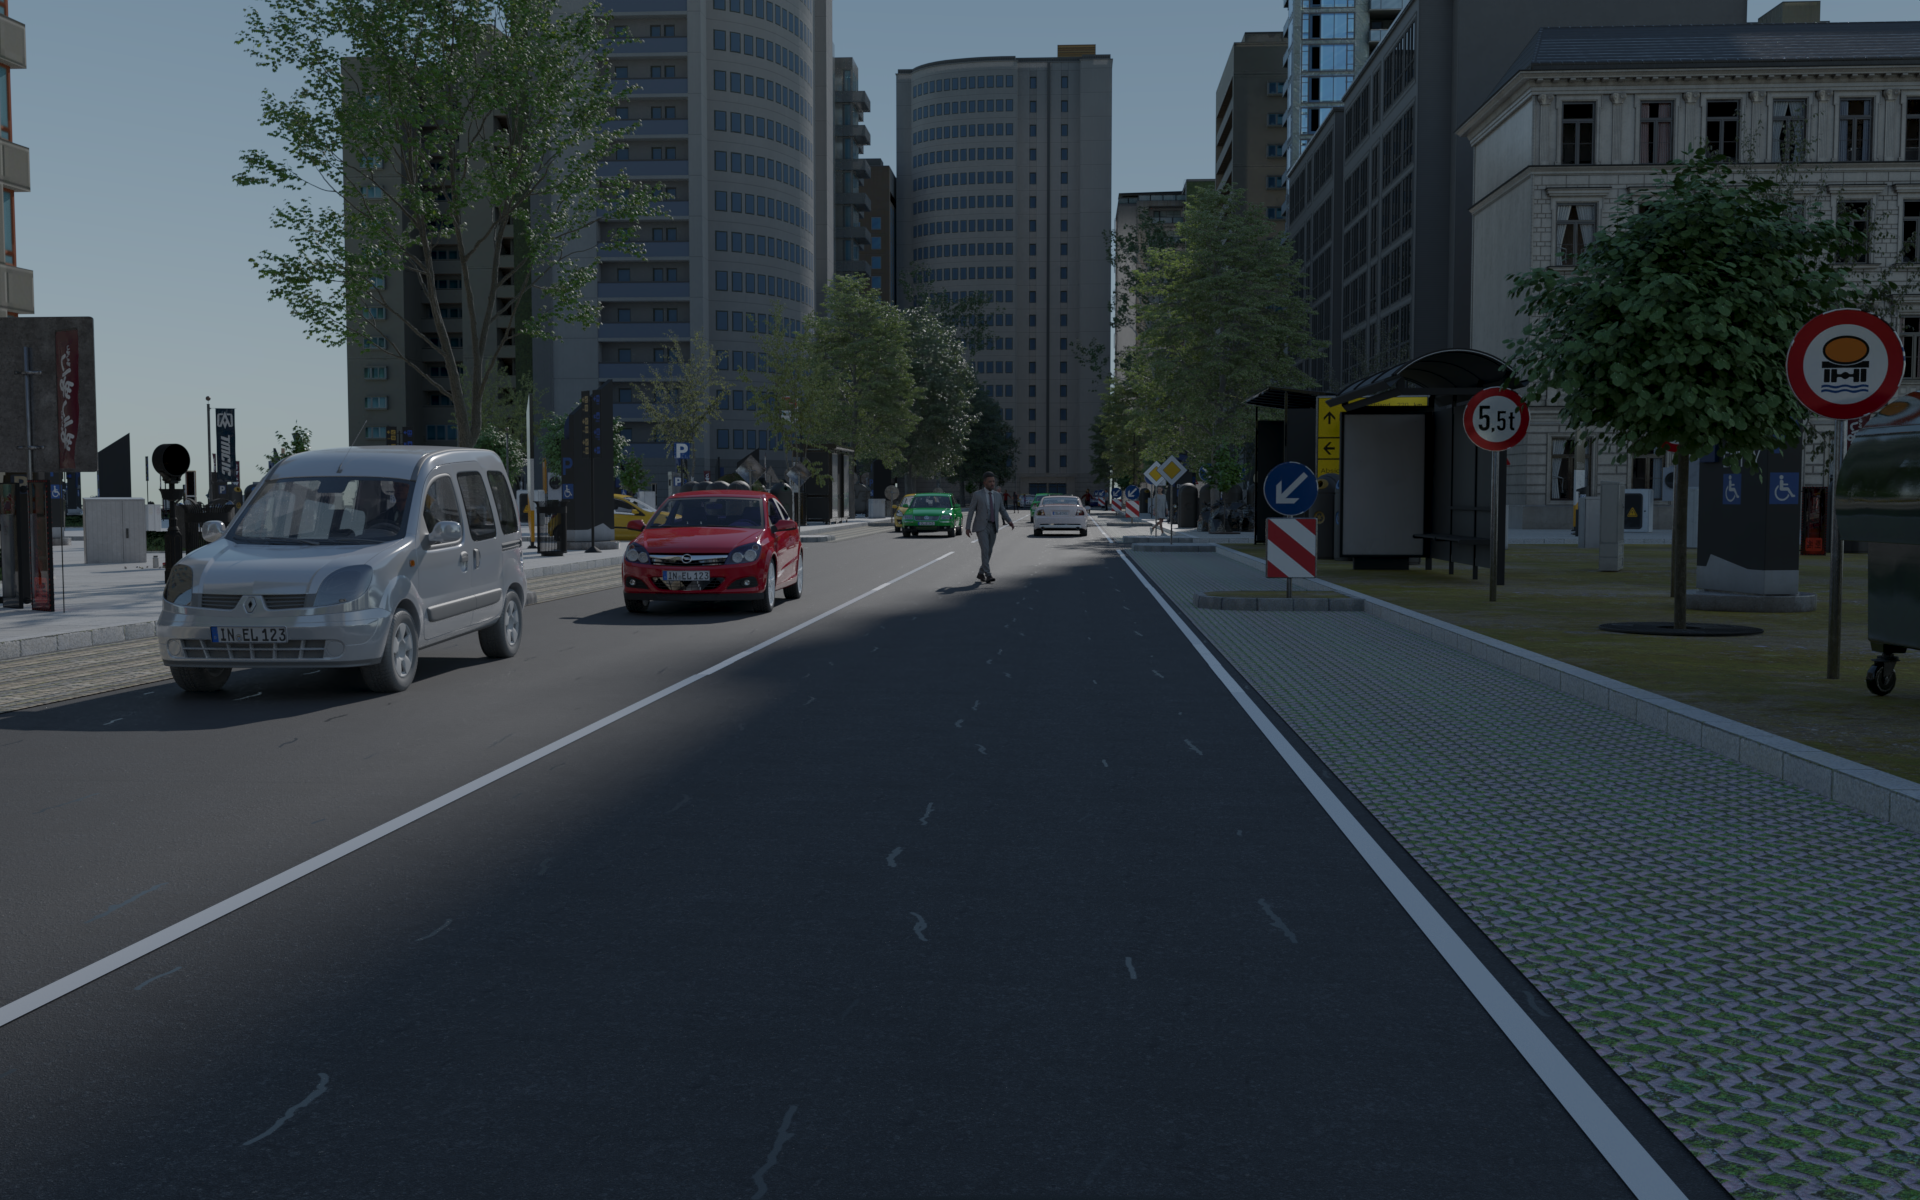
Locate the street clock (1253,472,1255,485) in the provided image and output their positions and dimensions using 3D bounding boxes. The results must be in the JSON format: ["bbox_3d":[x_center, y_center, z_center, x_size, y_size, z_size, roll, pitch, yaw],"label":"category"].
[{"bbox_3d":[9.337,-3.019,53.932,0.358,2.002,0.471,-2,4,-28],"label":"street clock"}]

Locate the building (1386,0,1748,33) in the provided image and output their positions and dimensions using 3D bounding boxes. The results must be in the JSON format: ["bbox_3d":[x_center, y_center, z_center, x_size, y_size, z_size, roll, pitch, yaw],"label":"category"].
[{"bbox_3d":[28.394,-18.075,89.028,14.314,27.812,24.014,0,4,4],"label":"building"}]

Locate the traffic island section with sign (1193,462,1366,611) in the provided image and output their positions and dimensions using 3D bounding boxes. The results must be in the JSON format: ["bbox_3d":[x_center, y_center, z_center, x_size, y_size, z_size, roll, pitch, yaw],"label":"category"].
[{"bbox_3d":[3.998,-0.818,22.004,1.989,1.847,2.006,0,4,4],"label":"traffic island section with sign"}]

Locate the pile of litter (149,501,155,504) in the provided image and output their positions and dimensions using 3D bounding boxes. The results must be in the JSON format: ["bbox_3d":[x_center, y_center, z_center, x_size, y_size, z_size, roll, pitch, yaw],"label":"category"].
[{"bbox_3d":[-52.284,-5.969,111.564,1.719,0.858,1.176,-3,5,-42],"label":"pile of litter"}]

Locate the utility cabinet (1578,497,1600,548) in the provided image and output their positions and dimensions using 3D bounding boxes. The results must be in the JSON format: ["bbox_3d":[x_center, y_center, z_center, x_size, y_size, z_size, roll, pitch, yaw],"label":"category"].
[{"bbox_3d":[15.327,-1.852,41.447,1.020,1.237,0.306,-1,4,-13],"label":"utility cabinet"}]

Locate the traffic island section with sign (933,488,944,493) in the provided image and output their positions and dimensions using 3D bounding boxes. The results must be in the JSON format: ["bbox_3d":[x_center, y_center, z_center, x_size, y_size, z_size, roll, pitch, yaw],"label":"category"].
[{"bbox_3d":[-1.264,-5.852,104.302,1.989,1.847,2.006,0,4,4],"label":"traffic island section with sign"}]

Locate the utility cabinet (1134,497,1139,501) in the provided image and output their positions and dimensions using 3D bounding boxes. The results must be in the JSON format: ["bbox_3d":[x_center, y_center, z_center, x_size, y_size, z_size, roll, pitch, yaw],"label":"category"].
[{"bbox_3d":[12.863,-7.015,123.372,1.173,1.500,0.318,-3,5,-43],"label":"utility cabinet"}]

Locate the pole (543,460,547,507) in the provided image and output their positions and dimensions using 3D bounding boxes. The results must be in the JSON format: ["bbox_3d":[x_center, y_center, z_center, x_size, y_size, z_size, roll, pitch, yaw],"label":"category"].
[{"bbox_3d":[-23.554,-6.386,98.251,0.158,3.312,0.155,0,3,0],"label":"pole"}]

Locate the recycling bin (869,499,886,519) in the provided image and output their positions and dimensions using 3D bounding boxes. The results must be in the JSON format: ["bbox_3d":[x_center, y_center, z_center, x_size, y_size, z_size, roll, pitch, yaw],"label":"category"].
[{"bbox_3d":[-4.365,-4.807,91.149,0.722,1.027,0.722,-2,4,-24],"label":"recycling bin"}]

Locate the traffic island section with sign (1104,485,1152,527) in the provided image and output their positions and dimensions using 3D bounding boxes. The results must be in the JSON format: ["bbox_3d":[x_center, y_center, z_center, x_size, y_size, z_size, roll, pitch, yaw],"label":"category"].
[{"bbox_3d":[7.502,-4.167,76.759,1.989,1.847,2.006,0,4,4],"label":"traffic island section with sign"}]

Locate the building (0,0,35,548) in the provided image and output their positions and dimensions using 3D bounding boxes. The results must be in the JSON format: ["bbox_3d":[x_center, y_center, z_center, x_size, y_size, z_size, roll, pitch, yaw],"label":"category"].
[{"bbox_3d":[-34.481,-10.866,22.694,28.899,21.520,27.650,0,4,4],"label":"building"}]

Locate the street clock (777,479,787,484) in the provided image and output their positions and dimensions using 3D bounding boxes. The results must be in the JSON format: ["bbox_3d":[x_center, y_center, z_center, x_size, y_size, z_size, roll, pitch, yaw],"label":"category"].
[{"bbox_3d":[-8.598,-4.831,83.560,0.471,2.002,0.358,2,4,27],"label":"street clock"}]

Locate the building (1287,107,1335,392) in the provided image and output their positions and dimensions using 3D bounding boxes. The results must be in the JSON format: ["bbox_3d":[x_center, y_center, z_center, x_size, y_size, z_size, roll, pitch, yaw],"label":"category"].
[{"bbox_3d":[29.779,-19.538,112.959,14.314,27.812,24.014,0,4,4],"label":"building"}]

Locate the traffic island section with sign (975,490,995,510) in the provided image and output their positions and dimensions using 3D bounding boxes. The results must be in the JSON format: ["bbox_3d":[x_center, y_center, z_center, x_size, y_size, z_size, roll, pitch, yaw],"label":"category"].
[{"bbox_3d":[1.939,-8.907,154.254,1.989,1.847,2.006,0,4,4],"label":"traffic island section with sign"}]

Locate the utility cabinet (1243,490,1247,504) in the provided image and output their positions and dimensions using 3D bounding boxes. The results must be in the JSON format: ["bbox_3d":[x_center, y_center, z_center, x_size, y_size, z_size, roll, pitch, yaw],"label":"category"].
[{"bbox_3d":[14.241,-4.712,85.725,1.173,1.500,0.318,-3,5,-43],"label":"utility cabinet"}]

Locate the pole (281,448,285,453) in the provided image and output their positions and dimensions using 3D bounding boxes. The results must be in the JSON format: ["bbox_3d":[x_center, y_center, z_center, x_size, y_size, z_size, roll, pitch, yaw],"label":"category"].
[{"bbox_3d":[-30.007,-5.077,76.853,0.158,3.312,0.155,0,3,0],"label":"pole"}]

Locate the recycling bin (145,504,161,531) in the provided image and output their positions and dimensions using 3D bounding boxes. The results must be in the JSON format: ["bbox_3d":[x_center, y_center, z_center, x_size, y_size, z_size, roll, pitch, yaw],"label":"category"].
[{"bbox_3d":[-20.086,-1.828,42.444,0.722,1.027,0.722,0,4,2],"label":"recycling bin"}]

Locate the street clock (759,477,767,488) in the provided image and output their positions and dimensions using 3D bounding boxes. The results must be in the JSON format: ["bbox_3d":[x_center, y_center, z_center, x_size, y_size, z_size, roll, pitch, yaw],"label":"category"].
[{"bbox_3d":[-8.522,-4.294,74.772,0.358,2.002,0.471,1,4,11],"label":"street clock"}]

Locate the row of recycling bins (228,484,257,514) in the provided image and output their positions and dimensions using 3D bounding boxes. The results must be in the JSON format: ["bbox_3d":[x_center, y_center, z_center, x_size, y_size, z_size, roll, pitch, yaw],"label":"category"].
[{"bbox_3d":[-28.628,-3.930,71.376,3.534,1.692,1.069,-2,4,-35],"label":"row of recycling bins"}]

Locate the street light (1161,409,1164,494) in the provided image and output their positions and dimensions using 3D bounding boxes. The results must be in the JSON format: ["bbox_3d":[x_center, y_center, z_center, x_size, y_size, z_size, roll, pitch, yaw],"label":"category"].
[{"bbox_3d":[10.228,-7.030,87.724,0.468,5.910,1.993,0,4,4],"label":"street light"}]

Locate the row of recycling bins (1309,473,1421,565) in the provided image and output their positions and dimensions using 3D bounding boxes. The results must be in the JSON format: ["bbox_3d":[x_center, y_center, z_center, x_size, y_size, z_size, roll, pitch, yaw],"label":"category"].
[{"bbox_3d":[7.680,-1.577,32.903,1.069,1.692,3.534,-1,4,-14],"label":"row of recycling bins"}]

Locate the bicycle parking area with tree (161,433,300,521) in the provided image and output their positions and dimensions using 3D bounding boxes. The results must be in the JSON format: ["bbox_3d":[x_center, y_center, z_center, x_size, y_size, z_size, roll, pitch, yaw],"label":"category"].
[{"bbox_3d":[-33.069,-5.850,82.653,9.016,4.147,8.231,-3,5,-42],"label":"bicycle parking area with tree"}]

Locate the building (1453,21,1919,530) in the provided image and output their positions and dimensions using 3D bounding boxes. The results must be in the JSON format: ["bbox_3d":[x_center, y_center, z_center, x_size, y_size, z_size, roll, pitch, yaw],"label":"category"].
[{"bbox_3d":[29.730,-12.335,66.297,19.286,19.102,10.561,0,4,4],"label":"building"}]

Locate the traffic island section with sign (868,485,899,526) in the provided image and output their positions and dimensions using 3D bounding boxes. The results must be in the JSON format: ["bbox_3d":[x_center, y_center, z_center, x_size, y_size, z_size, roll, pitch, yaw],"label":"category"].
[{"bbox_3d":[-3.010,-4.197,77.257,1.989,1.847,2.006,0,4,4],"label":"traffic island section with sign"}]

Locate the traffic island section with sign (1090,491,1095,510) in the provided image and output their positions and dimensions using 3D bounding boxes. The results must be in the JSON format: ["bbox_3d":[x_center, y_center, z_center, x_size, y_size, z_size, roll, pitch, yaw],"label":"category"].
[{"bbox_3d":[12.435,-8.865,153.574,1.989,1.847,2.006,0,4,4],"label":"traffic island section with sign"}]

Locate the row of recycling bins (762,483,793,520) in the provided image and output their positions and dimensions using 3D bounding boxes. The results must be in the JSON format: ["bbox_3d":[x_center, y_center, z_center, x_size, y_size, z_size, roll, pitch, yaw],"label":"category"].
[{"bbox_3d":[-7.747,-3.340,61.722,3.534,1.692,1.069,-1,4,-10],"label":"row of recycling bins"}]

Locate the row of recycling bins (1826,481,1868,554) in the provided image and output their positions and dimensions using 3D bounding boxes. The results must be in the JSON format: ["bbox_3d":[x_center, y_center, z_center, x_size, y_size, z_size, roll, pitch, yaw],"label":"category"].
[{"bbox_3d":[20.664,-1.890,38.011,3.534,1.692,1.069,-1,4,-16],"label":"row of recycling bins"}]

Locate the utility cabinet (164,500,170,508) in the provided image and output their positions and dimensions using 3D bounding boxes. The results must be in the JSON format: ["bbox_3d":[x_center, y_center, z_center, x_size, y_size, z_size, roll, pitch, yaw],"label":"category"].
[{"bbox_3d":[-48.626,-5.985,106.530,0.318,1.500,1.173,-1,4,-8],"label":"utility cabinet"}]

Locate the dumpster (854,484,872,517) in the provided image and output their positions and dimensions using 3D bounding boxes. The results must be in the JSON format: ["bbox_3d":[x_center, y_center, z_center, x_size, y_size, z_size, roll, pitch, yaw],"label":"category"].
[{"bbox_3d":[-5.589,-5.490,95.527,1.264,1.857,1.865,0,4,4],"label":"dumpster"}]

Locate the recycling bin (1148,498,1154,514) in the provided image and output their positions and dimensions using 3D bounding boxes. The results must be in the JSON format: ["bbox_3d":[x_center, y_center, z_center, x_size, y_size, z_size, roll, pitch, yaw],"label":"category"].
[{"bbox_3d":[12.837,-6.207,114.039,0.722,1.027,0.722,2,4,29],"label":"recycling bin"}]

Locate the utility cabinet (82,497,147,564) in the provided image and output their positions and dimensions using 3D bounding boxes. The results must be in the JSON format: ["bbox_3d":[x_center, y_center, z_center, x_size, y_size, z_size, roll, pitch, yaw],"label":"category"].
[{"bbox_3d":[-15.719,-1.287,32.212,1.020,1.237,0.306,-2,4,-34],"label":"utility cabinet"}]

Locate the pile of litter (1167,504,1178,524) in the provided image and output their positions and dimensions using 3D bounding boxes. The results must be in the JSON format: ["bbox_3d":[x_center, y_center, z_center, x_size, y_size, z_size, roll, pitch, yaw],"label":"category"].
[{"bbox_3d":[9.488,-3.682,74.161,1.176,0.858,1.719,0,4,1],"label":"pile of litter"}]

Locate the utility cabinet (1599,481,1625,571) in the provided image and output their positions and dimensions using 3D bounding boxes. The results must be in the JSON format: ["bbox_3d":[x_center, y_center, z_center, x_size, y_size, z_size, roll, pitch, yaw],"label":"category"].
[{"bbox_3d":[10.907,-1.239,28.935,0.318,1.500,1.173,2,4,25],"label":"utility cabinet"}]

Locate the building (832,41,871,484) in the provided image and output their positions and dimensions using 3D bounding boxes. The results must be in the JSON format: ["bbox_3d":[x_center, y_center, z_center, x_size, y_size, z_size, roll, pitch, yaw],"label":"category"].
[{"bbox_3d":[-25.014,-34.370,181.560,30.456,49.044,23.786,0,4,4],"label":"building"}]

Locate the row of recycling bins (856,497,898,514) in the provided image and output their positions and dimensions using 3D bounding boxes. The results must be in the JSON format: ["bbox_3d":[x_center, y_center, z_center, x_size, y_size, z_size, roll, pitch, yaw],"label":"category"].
[{"bbox_3d":[-5.493,-6.302,110.157,3.534,1.692,1.069,2,4,27],"label":"row of recycling bins"}]

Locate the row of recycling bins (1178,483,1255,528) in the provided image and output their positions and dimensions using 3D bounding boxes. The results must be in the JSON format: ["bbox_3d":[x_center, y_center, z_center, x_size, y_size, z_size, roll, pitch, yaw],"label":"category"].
[{"bbox_3d":[9.935,-3.577,65.602,3.534,1.692,1.069,2,4,25],"label":"row of recycling bins"}]

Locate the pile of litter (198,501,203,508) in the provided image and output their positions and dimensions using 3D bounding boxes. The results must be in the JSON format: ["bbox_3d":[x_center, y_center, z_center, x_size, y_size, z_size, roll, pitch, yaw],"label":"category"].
[{"bbox_3d":[-46.792,-5.634,106.082,1.719,0.858,1.176,2,4,28],"label":"pile of litter"}]

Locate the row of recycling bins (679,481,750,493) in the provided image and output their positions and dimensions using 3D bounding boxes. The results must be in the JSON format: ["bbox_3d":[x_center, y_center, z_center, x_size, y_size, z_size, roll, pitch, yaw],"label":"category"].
[{"bbox_3d":[-7.808,-2.936,55.112,1.069,1.692,3.534,-3,5,-40],"label":"row of recycling bins"}]

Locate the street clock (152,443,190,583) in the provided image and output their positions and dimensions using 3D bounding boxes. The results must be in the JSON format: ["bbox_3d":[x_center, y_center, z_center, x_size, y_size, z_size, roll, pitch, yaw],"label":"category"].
[{"bbox_3d":[-11.286,-1.239,24.825,0.358,2.002,0.471,2,4,28],"label":"street clock"}]

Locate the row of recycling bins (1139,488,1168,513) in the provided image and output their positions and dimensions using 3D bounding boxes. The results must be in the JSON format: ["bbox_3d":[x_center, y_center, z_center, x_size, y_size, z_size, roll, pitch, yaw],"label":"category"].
[{"bbox_3d":[13.769,-6.691,116.508,3.534,1.692,1.069,1,4,15],"label":"row of recycling bins"}]

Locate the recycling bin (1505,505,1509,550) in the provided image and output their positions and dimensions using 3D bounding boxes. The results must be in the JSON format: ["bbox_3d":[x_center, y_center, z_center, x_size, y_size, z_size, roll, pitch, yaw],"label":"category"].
[{"bbox_3d":[12.220,-1.688,40.157,0.722,1.027,0.722,-1,4,-11],"label":"recycling bin"}]

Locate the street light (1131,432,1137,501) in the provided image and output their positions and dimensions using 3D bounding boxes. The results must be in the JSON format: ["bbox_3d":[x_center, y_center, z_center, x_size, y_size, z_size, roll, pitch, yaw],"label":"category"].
[{"bbox_3d":[12.702,-9.397,126.428,0.468,5.910,1.993,0,4,4],"label":"street light"}]

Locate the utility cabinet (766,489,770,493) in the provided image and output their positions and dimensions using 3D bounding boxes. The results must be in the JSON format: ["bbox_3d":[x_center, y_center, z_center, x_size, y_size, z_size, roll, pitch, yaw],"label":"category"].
[{"bbox_3d":[-8.146,-4.182,77.049,0.318,1.500,1.173,-3,5,-40],"label":"utility cabinet"}]

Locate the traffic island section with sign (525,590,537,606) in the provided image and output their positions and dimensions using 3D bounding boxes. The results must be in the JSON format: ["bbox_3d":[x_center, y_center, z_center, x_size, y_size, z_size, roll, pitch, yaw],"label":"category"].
[{"bbox_3d":[-6.543,-0.829,22.177,1.989,1.847,2.006,0,4,4],"label":"traffic island section with sign"}]

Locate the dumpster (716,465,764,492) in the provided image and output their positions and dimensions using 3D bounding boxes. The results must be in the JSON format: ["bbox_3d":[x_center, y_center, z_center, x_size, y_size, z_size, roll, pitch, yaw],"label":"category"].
[{"bbox_3d":[-7.537,-3.436,58.669,1.502,2.255,1.985,0,4,4],"label":"dumpster"}]

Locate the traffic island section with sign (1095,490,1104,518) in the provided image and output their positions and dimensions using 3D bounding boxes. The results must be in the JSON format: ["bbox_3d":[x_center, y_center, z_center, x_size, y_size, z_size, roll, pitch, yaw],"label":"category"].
[{"bbox_3d":[9.234,-5.812,103.659,1.989,1.847,2.006,0,4,4],"label":"traffic island section with sign"}]

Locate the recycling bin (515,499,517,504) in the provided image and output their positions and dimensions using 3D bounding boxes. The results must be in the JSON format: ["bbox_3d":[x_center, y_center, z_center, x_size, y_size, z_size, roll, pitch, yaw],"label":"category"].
[{"bbox_3d":[-21.918,-4.464,85.547,0.722,1.027,0.722,-1,4,-14],"label":"recycling bin"}]
